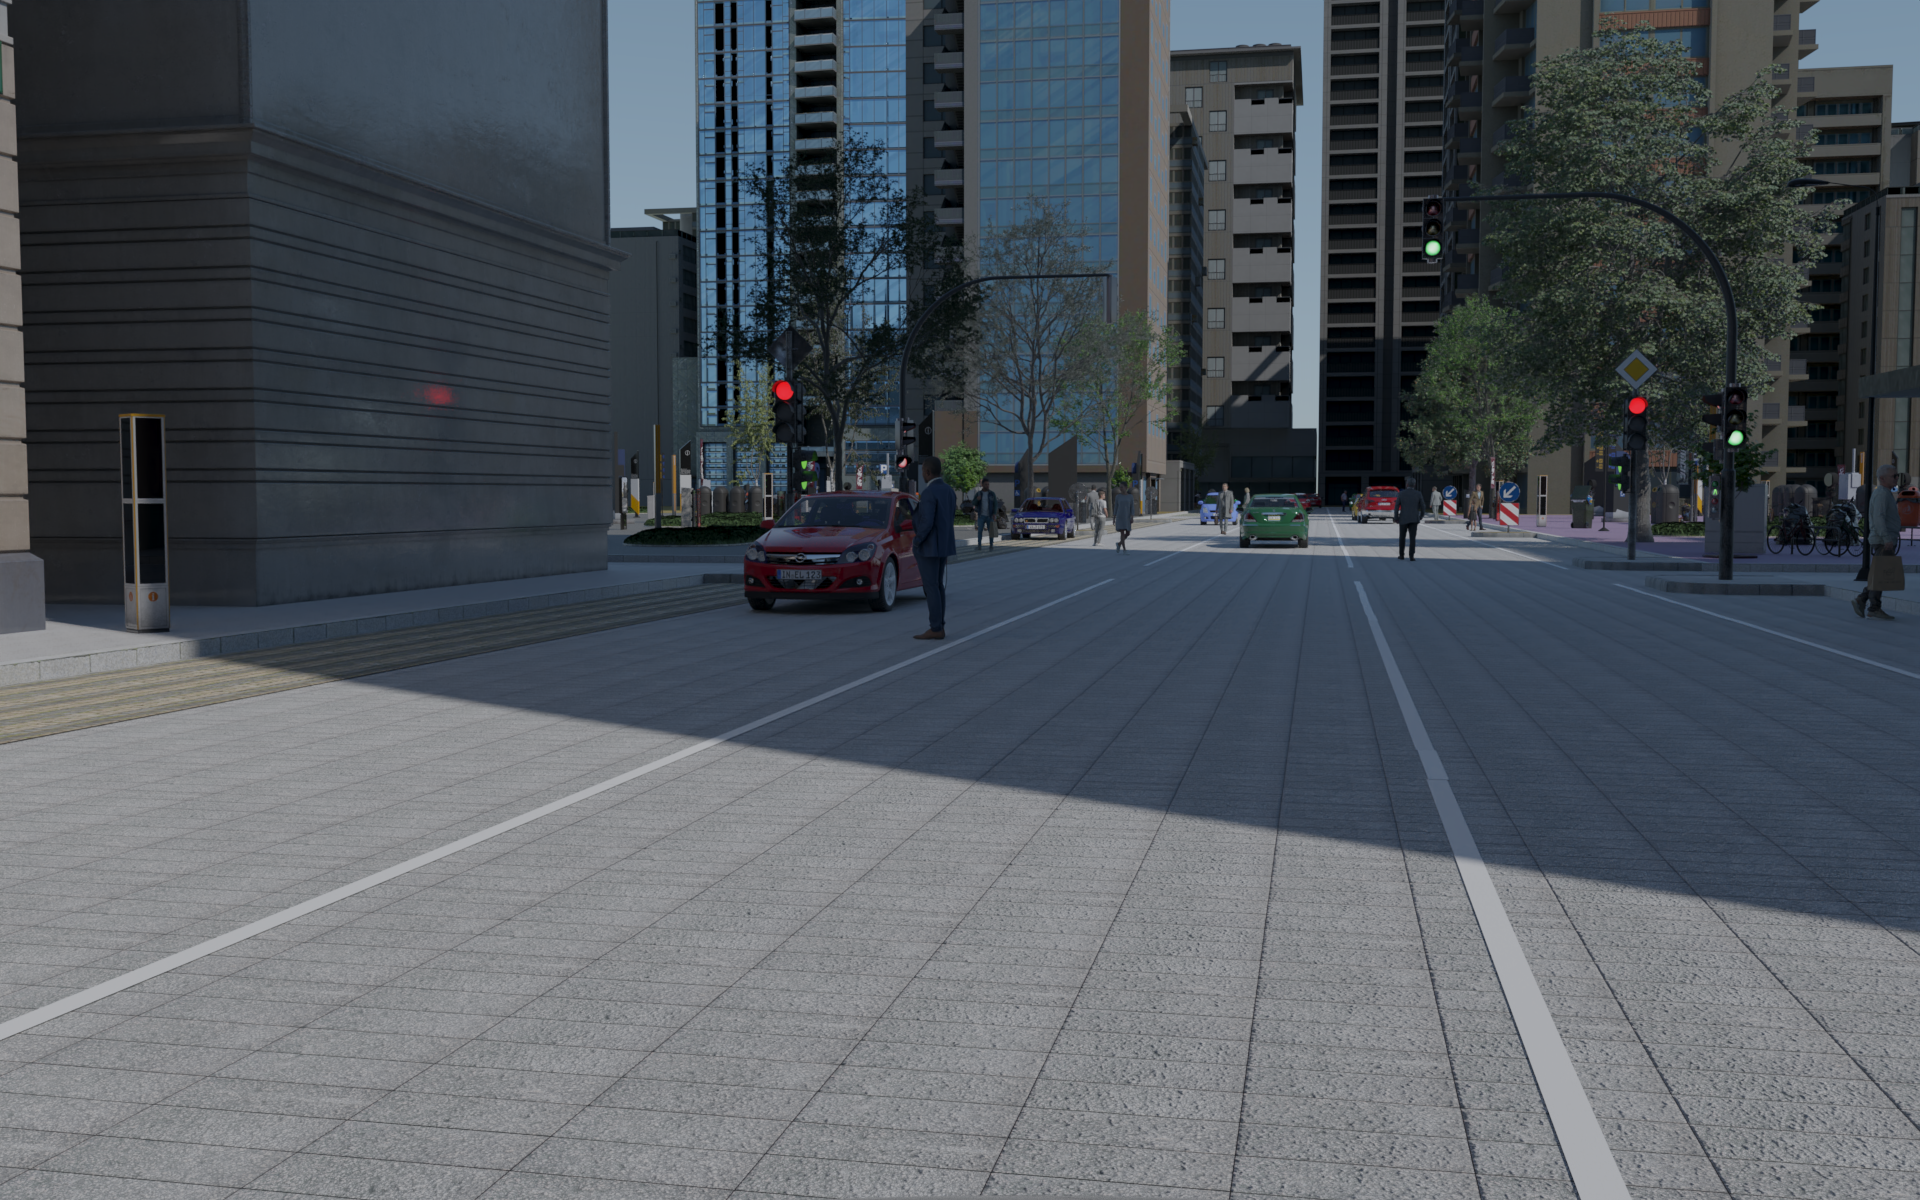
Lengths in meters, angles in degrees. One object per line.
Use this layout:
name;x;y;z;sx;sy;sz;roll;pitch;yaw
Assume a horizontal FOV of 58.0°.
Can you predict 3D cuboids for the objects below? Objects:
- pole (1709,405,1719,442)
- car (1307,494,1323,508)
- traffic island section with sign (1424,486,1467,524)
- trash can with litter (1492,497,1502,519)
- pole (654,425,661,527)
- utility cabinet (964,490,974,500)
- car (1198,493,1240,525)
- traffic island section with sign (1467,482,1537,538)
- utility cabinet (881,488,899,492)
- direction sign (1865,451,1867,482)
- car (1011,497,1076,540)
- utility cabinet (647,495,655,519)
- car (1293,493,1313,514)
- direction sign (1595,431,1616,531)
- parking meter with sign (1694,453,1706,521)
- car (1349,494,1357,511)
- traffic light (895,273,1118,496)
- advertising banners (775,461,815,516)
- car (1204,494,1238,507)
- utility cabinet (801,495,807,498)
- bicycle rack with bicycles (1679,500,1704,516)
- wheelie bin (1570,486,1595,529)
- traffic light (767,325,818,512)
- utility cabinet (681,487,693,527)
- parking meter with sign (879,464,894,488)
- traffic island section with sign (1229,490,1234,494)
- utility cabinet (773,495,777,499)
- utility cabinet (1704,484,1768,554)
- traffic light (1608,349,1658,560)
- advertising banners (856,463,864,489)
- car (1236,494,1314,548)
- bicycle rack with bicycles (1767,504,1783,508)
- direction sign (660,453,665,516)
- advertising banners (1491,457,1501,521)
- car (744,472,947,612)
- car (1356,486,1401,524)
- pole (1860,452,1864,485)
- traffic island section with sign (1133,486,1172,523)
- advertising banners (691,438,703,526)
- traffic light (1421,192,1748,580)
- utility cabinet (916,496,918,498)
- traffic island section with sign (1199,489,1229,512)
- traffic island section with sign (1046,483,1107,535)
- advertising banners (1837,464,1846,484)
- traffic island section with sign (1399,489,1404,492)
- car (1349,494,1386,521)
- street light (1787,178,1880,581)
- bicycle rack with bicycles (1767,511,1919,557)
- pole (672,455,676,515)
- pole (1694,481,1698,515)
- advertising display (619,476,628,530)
pole;16.593;-2.710;38.149;0.158;3.312;0.155;0;3;0
car;35.918;-10.238;176.435;2.155;1.783;4.494;1;4;11
traffic island section with sign;23.655;-4.625;84.240;1.989;1.847;2.006;1;4;12
trash can with litter;27.232;-4.620;86.931;1.055;1.170;0.624;1;4;21
pole;-8.912;-3.498;51.030;0.158;3.312;0.155;0;3;0
utility cabinet;0.727;-5.117;92.338;0.318;1.500;1.173;-3;5;-45
car;12.066;-4.340;80.550;1.945;1.707;3.694;1;4;10
traffic island section with sign;18.152;-3.011;57.850;1.989;1.847;2.006;1;4;12
utility cabinet;-2.666;-3.477;65.534;0.318;1.500;1.173;-2;4;-24
direction sign;47.423;-6.037;90.694;0.379;3.537;0.876;1;4;22
car;2.654;-2.586;54.855;1.945;1.354;3.894;1;4;10
utility cabinet;-13.976;-4.149;78.994;0.306;1.237;1.020;0;4;8
car;24.193;-7.032;124.006;2.155;1.783;4.494;1;4;10
direction sign;22.219;-4.139;59.665;0.876;3.537;0.379;-1;4;-22
parking meter with sign;31.755;-4.688;72.910;1.738;3.016;0.543;0;4;-7
car;34.860;-8.690;150.870;1.959;1.807;4.718;1;4;14
traffic light;0.882;-3.765;36.219;4.771;5.953;1.251;1;4;12
advertising banners;-6.713;-4.560;70.748;2.074;3.025;0.090;2;4;32
car;15.390;-5.704;102.062;1.959;1.807;4.718;1;4;13
utility cabinet;-10.132;-6.093;110.775;1.020;1.237;0.306;3;5;39
bicycle rack with bicycles;43.865;-5.477;102.939;2.925;0.926;2.852;0;4;-4
wheelie bin;23.245;-3.474;64.715;0.693;1.594;0.980;-3;5;-40
traffic light;-2.815;-2.439;28.794;0.839;4.253;0.868;1;4;12
utility cabinet;-9.060;-2.995;57.639;0.318;1.500;1.173;0;4;-4
parking meter with sign;-4.140;-6.386;100.664;0.543;3.016;1.738;-1;4;-23
traffic island section with sign;25.533;-9.463;163.341;1.989;1.847;2.006;1;4;12
utility cabinet;-12.121;-6.346;114.914;0.306;1.237;1.020;-2;4;-24
utility cabinet;16.643;-1.741;37.142;1.173;1.500;0.318;3;4;36
traffic light;13.075;-2.737;33.664;0.839;4.253;0.868;1;4;12
advertising banners;-6.349;-6.271;98.717;2.074;3.025;0.090;-2;4;-34
car;8.608;-2.180;47.446;2.131;1.459;4.920;1;4;10
bicycle rack with bicycles;28.649;-3.017;62.709;2.852;0.926;2.925;1;4;22
direction sign;-16.329;-6.294;94.907;0.379;3.537;0.876;0;4;8
advertising banners;25.472;-5.242;81.888;0.090;3.025;2.074;3;5;39
car;-1.418;-0.827;22.558;2.155;1.783;4.494;1;4;13
car;20.561;-4.647;84.653;2.281;1.827;5.304;1;4;10
pole;43.774;-5.522;84.130;0.158;3.312;0.155;0;3;0
traffic island section with sign;9.661;-4.809;87.254;1.989;1.847;2.006;1;4;12
advertising banners;-8.155;-3.528;53.878;0.090;3.025;2.074;0;4;2
traffic light;9.378;-3.148;26.133;4.771;5.953;1.251;1;4;12
utility cabinet;-1.617;-3.943;75.623;1.020;1.237;0.306;2;4;27
traffic island section with sign;19.892;-7.809;136.309;1.989;1.847;2.006;1;4;12
traffic island section with sign;4.132;-3.189;60.774;1.989;1.847;2.006;1;4;12
advertising banners;52.039;-6.407;100.938;0.090;3.025;2.074;-2;4;-29
traffic island section with sign;33.964;-7.645;133.627;1.989;1.847;2.006;1;4;12
car;22.259;-5.143;94.307;2.015;1.641;3.980;1;4;10
street light;12.865;-3.241;25.539;1.470;5.913;1.316;1;4;12
bicycle rack with bicycles;18.536;-1.376;35.876;2.852;0.926;2.925;0;4;-3
pole;-14.941;-5.910;90.468;0.158;3.312;0.155;0;3;0
pole;39.671;-6.085;93.326;0.158;3.312;0.155;0;3;0
advertising display;-12.134;-3.500;62.431;0.123;1.923;0.974;0;4;1
